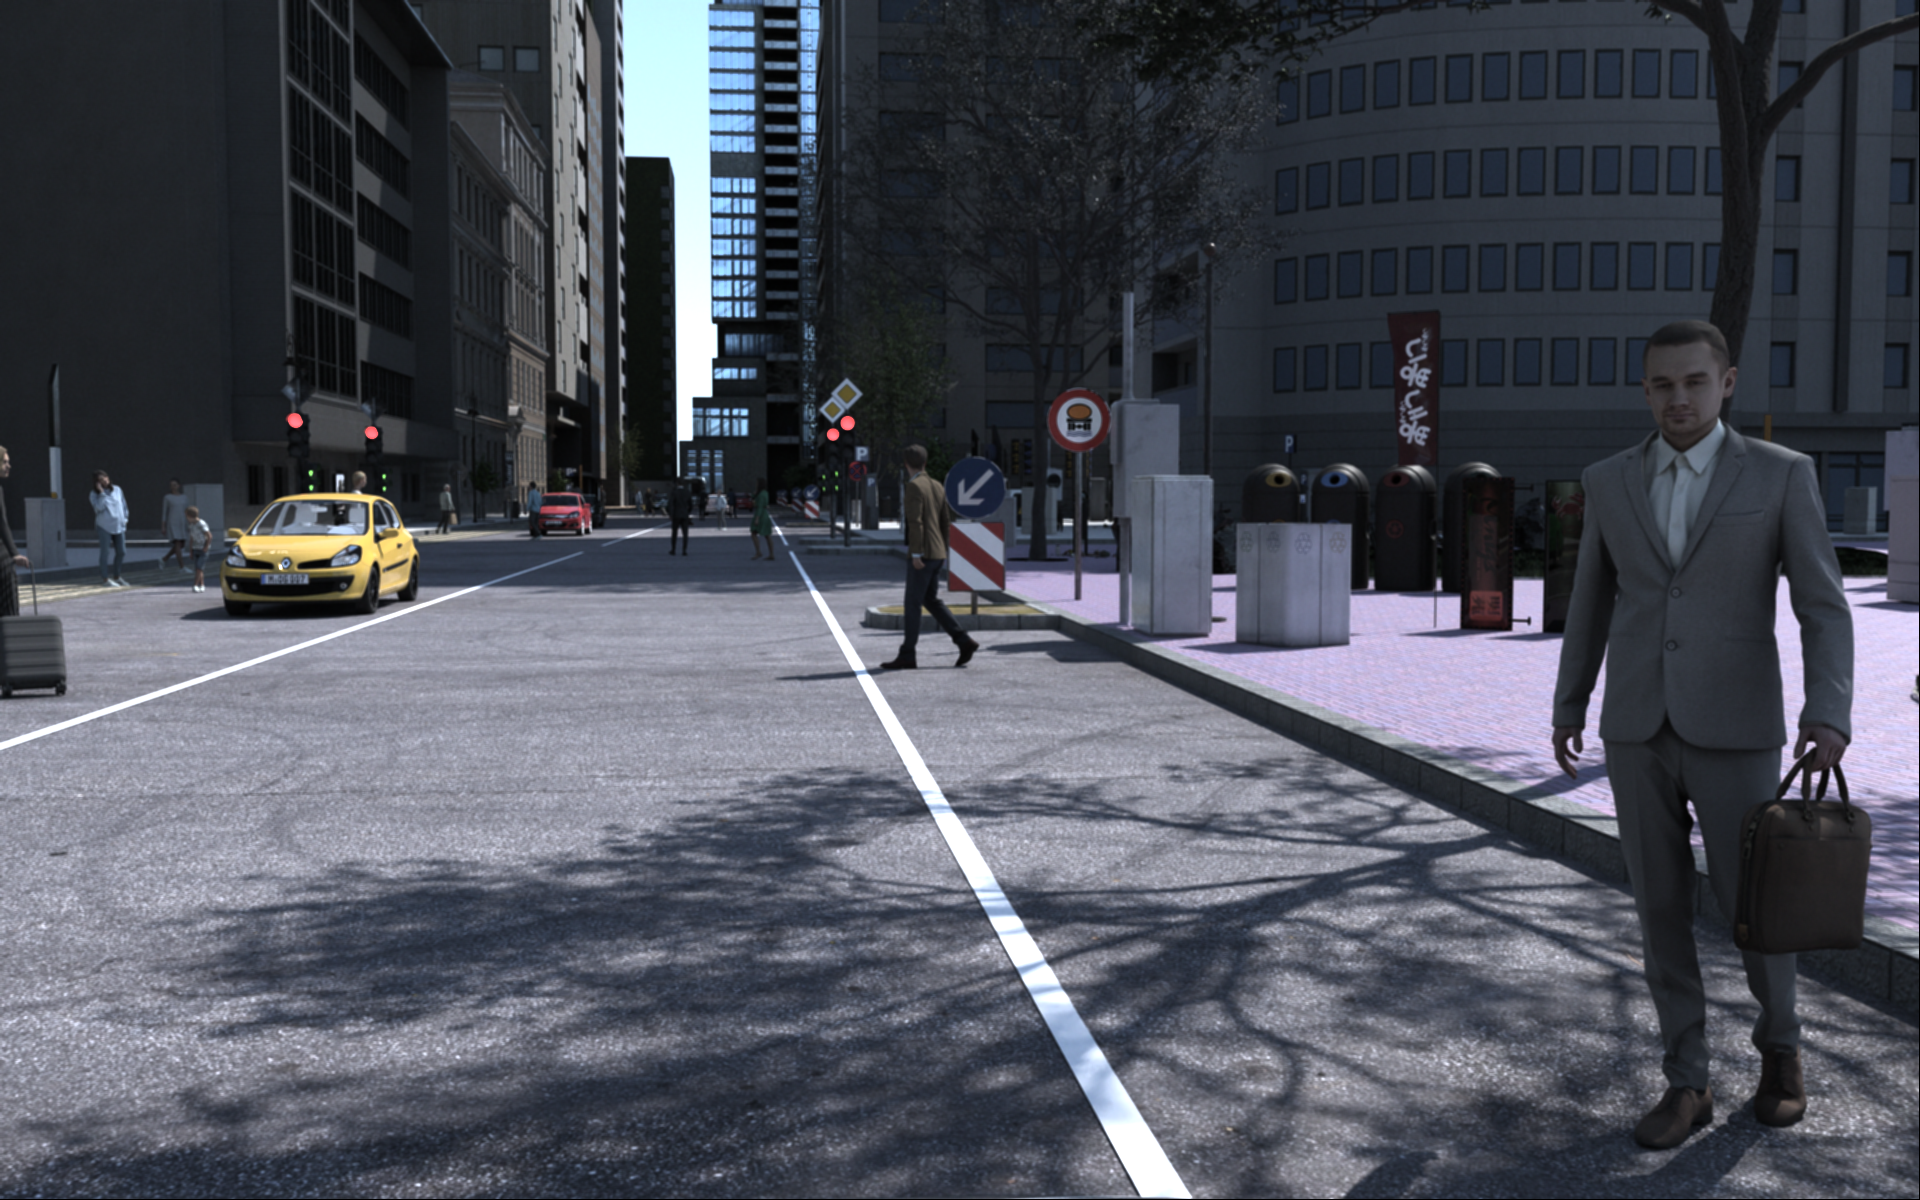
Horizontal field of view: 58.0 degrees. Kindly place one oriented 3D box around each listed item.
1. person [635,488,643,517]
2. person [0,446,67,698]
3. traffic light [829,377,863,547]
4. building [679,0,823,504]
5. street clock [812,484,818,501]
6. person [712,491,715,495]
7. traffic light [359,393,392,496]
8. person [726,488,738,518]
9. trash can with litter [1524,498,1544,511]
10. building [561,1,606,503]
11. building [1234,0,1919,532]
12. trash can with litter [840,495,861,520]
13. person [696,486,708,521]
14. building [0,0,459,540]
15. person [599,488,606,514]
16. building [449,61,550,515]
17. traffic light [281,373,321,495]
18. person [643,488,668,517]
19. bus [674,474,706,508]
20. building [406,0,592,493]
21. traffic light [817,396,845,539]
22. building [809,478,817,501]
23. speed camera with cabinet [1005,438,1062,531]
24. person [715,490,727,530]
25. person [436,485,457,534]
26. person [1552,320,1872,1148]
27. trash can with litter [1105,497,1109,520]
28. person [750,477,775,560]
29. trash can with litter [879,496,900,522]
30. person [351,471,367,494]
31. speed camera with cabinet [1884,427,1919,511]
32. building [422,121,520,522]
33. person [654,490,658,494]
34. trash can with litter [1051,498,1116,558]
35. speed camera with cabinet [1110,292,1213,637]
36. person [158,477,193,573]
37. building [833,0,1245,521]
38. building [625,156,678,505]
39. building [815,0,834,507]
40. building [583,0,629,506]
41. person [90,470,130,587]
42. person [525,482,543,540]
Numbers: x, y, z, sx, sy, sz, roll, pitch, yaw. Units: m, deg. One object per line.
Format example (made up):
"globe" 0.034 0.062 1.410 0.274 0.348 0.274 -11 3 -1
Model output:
"person" -20.079 -6.090 108.329 0.793 1.790 0.793 2 4 31
"person" -7.037 -0.242 12.673 0.699 1.804 1.509 -2 4 -34
"traffic light" -2.745 -3.237 41.838 0.839 4.253 0.868 0 4 -7
"building" -19.575 -55.375 218.053 31.000 86.520 22.319 0 4 -7
"street clock" -10.015 -7.024 119.418 0.358 2.002 0.471 -2 4 -32
"person" -27.369 -11.263 192.607 0.705 1.831 1.348 -1 4 -10
"traffic light" -16.298 -3.630 48.279 0.839 4.253 0.868 0 4 -7
"person" -13.620 -5.797 103.459 0.721 1.800 0.419 0 4 -3
"trash can with litter" 16.964 -2.490 52.096 1.055 1.170 0.624 0 4 -7
"building" -39.647 -30.907 155.439 14.600 45.320 14.200 0 4 -7
"building" 21.779 -31.929 64.036 28.212 58.520 21.231 0 4 -7
"trash can with litter" -5.374 -4.696 87.837 2.233 1.210 1.678 -3 5 -44
"person" -13.890 -5.203 93.350 0.659 1.850 0.755 0 4 -7
"building" -27.858 -14.865 62.111 14.314 24.678 30.058 0 4 -7
"person" -23.803 -6.541 115.250 0.447 1.846 0.655 -1 4 -12
"building" -33.513 -19.732 108.530 13.634 28.700 20.117 0 4 -7
"traffic light" -15.368 -3.145 40.348 0.839 4.253 0.868 0 4 -7
"person" -19.412 -6.196 110.020 1.509 1.804 0.699 1 4 14
"bus" -28.017 -11.361 180.615 2.948 3.499 13.247 0 4 -6
"building" -43.612 -33.306 133.799 28.713 52.752 27.495 0 4 -7
"traffic light" -3.674 -3.722 49.769 0.839 4.253 0.868 0 4 -7
"building" -0.188 -30.408 189.053 32.217 40.220 23.993 0 4 -7
"speed camera with cabinet" 2.584 -4.093 61.256 2.038 3.252 0.660 -1 4 -21
"person" -9.542 -3.579 68.834 0.589 1.601 0.330 3 5 40
"person" -18.241 -3.213 61.514 0.782 1.767 0.515 3 4 38
"person" 1.640 0.293 3.836 0.709 1.813 0.853 2 4 35
"trash can with litter" 7.455 -4.569 86.097 1.055 1.170 0.624 3 4 36
"person" -4.278 -1.758 37.483 0.529 1.795 0.600 0 4 -4
"trash can with litter" -3.008 -4.176 79.339 2.233 1.210 1.678 -1 4 -12
"person" -9.335 -1.100 26.838 0.624 1.780 0.694 -1 4 -9
"speed camera with cabinet" 13.586 -1.845 24.509 0.660 3.252 2.038 3 4 39
"building" -29.703 -15.429 88.426 11.583 22.565 21.152 0 4 -7
"person" -29.268 -9.677 166.659 1.348 1.831 0.705 1 4 21
"trash can with litter" 2.566 -1.500 35.588 1.678 1.210 2.233 -2 4 -25
"speed camera with cabinet" 1.900 -1.351 16.427 0.660 3.252 2.038 0 4 -5
"person" -14.246 -1.354 31.385 0.760 1.731 0.466 1 4 11
"building" 2.832 -34.412 104.632 21.231 58.520 28.212 0 4 -7
"building" -41.975 -32.325 212.106 14.086 41.232 14.154 0 4 -7
"building" -2.688 -33.144 165.598 21.300 48.544 21.600 0 4 -7
"building" -50.076 -39.268 184.031 28.212 58.520 21.231 0 4 -7
"person" -13.067 -1.092 26.618 0.793 1.790 0.793 0 4 -4
"person" -13.271 -2.790 54.135 0.620 1.820 0.660 1 4 18
